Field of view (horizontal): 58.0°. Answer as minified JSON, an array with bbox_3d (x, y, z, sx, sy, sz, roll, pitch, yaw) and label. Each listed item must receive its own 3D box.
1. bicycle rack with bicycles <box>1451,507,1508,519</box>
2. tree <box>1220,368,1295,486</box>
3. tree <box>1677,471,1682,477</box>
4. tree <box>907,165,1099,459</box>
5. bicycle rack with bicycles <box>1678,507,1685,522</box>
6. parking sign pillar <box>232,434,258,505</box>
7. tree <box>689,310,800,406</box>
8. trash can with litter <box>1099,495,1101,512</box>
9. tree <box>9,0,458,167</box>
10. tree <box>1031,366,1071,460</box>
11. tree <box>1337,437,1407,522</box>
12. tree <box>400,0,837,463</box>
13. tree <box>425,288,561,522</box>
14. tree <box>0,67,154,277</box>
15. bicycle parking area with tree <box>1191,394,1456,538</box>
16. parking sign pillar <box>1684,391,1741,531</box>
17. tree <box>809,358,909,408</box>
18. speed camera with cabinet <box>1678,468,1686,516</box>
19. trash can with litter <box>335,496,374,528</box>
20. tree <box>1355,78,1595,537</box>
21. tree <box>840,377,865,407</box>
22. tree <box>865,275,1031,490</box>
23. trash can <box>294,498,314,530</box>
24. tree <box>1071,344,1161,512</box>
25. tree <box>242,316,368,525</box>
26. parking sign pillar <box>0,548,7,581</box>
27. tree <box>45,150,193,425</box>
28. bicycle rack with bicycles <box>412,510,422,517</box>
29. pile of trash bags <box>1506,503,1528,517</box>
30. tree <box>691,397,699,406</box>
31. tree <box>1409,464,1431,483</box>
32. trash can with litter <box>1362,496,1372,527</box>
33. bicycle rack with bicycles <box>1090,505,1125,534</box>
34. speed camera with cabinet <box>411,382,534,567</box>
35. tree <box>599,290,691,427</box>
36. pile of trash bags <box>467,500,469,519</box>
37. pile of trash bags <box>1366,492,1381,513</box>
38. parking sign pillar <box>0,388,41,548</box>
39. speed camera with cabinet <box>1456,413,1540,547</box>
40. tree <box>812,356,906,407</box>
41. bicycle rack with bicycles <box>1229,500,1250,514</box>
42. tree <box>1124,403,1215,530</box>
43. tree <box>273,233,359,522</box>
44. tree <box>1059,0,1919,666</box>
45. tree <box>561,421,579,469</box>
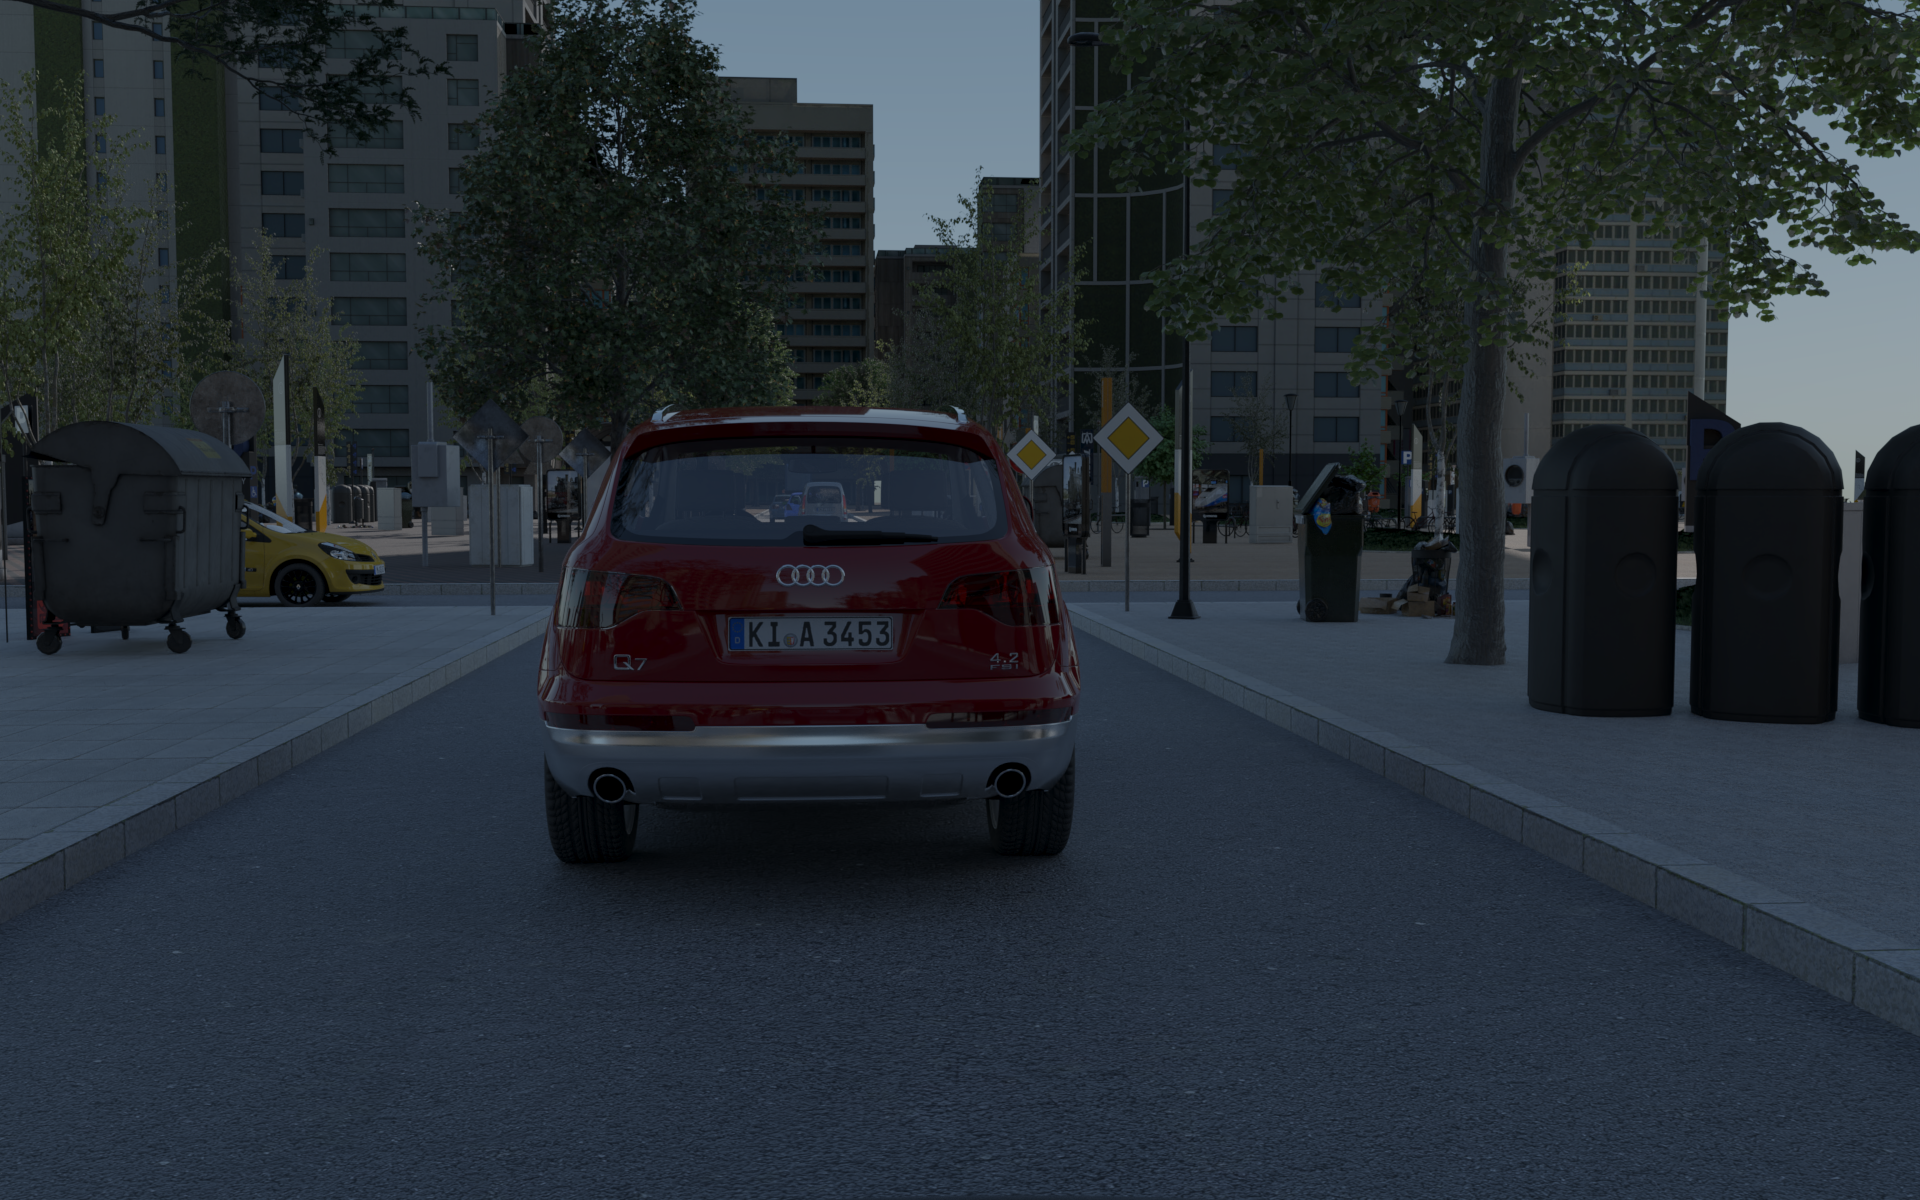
[{"bbox_3d":[23.725,-4.028,79.245,2.852,0.926,2.925,0,4,-1],"label":"bicycle rack with bicycles"},{"bbox_3d":[17.414,-9.265,101.843,4.360,8.622,3.978,0,3,0],"label":"tree"},{"bbox_3d":[28.772,-4.436,67.125,1.663,3.219,1.824,0,3,0],"label":"tree"},{"bbox_3d":[0.928,-5.475,39.877,4.737,8.622,4.395,0,3,0],"label":"tree"},{"bbox_3d":[35.148,-4.478,86.595,2.925,0.926,2.852,0,4,-1],"label":"bicycle rack with bicycles"},{"bbox_3d":[-21.748,-3.876,51.850,1.447,3.967,1.447,1,4,10],"label":"parking sign pillar"},{"bbox_3d":[-13.564,-11.596,107.729,7.486,12.596,7.792,0,3,0],"label":"tree"},{"bbox_3d":[7.145,-4.773,89.103,1.678,1.210,2.233,0,4,-1],"label":"trash can with litter"},{"bbox_3d":[-6.123,-4.545,8.731,7.601,10.594,8.767,0,4,4],"label":"tree"},{"bbox_3d":[4.538,-9.173,100.340,4.360,8.622,3.978,0,3,0],"label":"tree"},{"bbox_3d":[13.739,-3.908,58.500,1.663,3.219,1.824,0,3,0],"label":"tree"},{"bbox_3d":[-7.565,-7.417,38.283,9.611,12.733,9.660,0,3,0],"label":"tree"},{"bbox_3d":[-16.359,-6.660,59.254,4.737,8.622,4.395,0,3,0],"label":"tree"},{"bbox_3d":[-15.890,-4.844,29.568,4.737,8.622,4.395,0,3,0],"label":"tree"},{"bbox_3d":[11.519,-3.922,51.120,8.231,4.147,9.016,-2,4,-26],"label":"bicycle parking area with tree"},{"bbox_3d":[19.552,-3.454,44.952,1.447,3.967,1.447,1,4,18],"label":"parking sign pillar"},{"bbox_3d":[-6.263,-11.257,118.465,8.767,10.594,7.601,-2,4,-28],"label":"tree"},{"bbox_3d":[42.227,-6.425,99.377,0.660,3.252,2.038,-2,4,-26],"label":"speed camera with cabinet"},{"bbox_3d":[-23.031,-3.331,65.521,1.678,1.210,2.233,1,4,11],"label":"trash can with litter"},{"bbox_3d":[8.718,-4.897,30.424,4.360,8.622,3.978,0,3,0],"label":"tree"},{"bbox_3d":[-3.232,-7.885,79.282,4.360,8.622,3.978,0,3,0],"label":"tree"},{"bbox_3d":[-0.354,-6.627,58.713,4.360,8.622,3.978,0,3,0],"label":"tree"},{"bbox_3d":[-21.509,-2.753,56.658,0.748,1.137,0.748,0,3,0],"label":"trash can"},{"bbox_3d":[7.724,-8.204,84.494,4.360,8.622,3.978,0,3,0],"label":"tree"},{"bbox_3d":[-26.084,-7.360,70.699,4.737,8.622,4.395,0,3,0],"label":"tree"},{"bbox_3d":[-14.814,-2.253,25.308,1.447,3.967,1.447,-1,4,-20],"label":"parking sign pillar"},{"bbox_3d":[-18.311,-5.365,38.088,4.360,8.622,3.978,0,3,0],"label":"tree"},{"bbox_3d":[-31.284,-5.135,97.337,2.852,0.926,2.925,-1,4,-18],"label":"bicycle rack with bicycles"},{"bbox_3d":[30.400,-4.952,90.723,3.447,1.369,1.912,2,4,32],"label":"pile of trash bags"},{"bbox_3d":[-11.861,-8.508,73.515,7.601,10.594,8.767,-1,4,-9],"label":"tree"},{"bbox_3d":[20.843,-5.183,79.337,1.663,3.219,1.824,0,3,0],"label":"tree"},{"bbox_3d":[13.824,-3.086,61.507,2.233,1.210,1.678,1,4,20],"label":"trash can with litter"},{"bbox_3d":[4.206,-2.646,56.652,2.852,0.926,2.925,3,4,38],"label":"bicycle rack with bicycles"},{"bbox_3d":[-8.657,-2.227,30.754,2.038,3.252,0.660,1,4,9],"label":"speed camera with cabinet"},{"bbox_3d":[-10.377,-6.503,56.685,4.360,8.622,3.978,0,3,0],"label":"tree"},{"bbox_3d":[-24.420,-4.973,91.058,3.447,1.369,1.912,1,4,10],"label":"pile of trash bags"},{"bbox_3d":[17.250,-4.161,77.793,3.447,1.369,1.912,-1,4,-11],"label":"pile of trash bags"},{"bbox_3d":[-24.025,-3.388,43.869,1.447,3.967,1.447,-1,4,-20],"label":"parking sign pillar"},{"bbox_3d":[13.267,-2.964,42.798,0.660,3.252,2.038,-3,4,-37],"label":"speed camera with cabinet"},{"bbox_3d":[-7.532,-12.495,130.050,9.928,11.665,9.643,0,3,0],"label":"tree"},{"bbox_3d":[16.014,-5.109,96.909,2.852,0.926,2.925,-2,4,-24],"label":"bicycle rack with bicycles"},{"bbox_3d":[7.493,-4.819,62.502,4.285,4.588,4.351,0,3,0],"label":"tree"},{"bbox_3d":[-18.542,-5.959,47.787,4.360,8.622,3.978,0,3,0],"label":"tree"},{"bbox_3d":[4.330,-5.800,12.954,7.486,12.596,7.792,0,3,0],"label":"tree"},{"bbox_3d":[-18.976,-7.953,80.398,4.737,8.622,4.395,0,3,0],"label":"tree"}]
